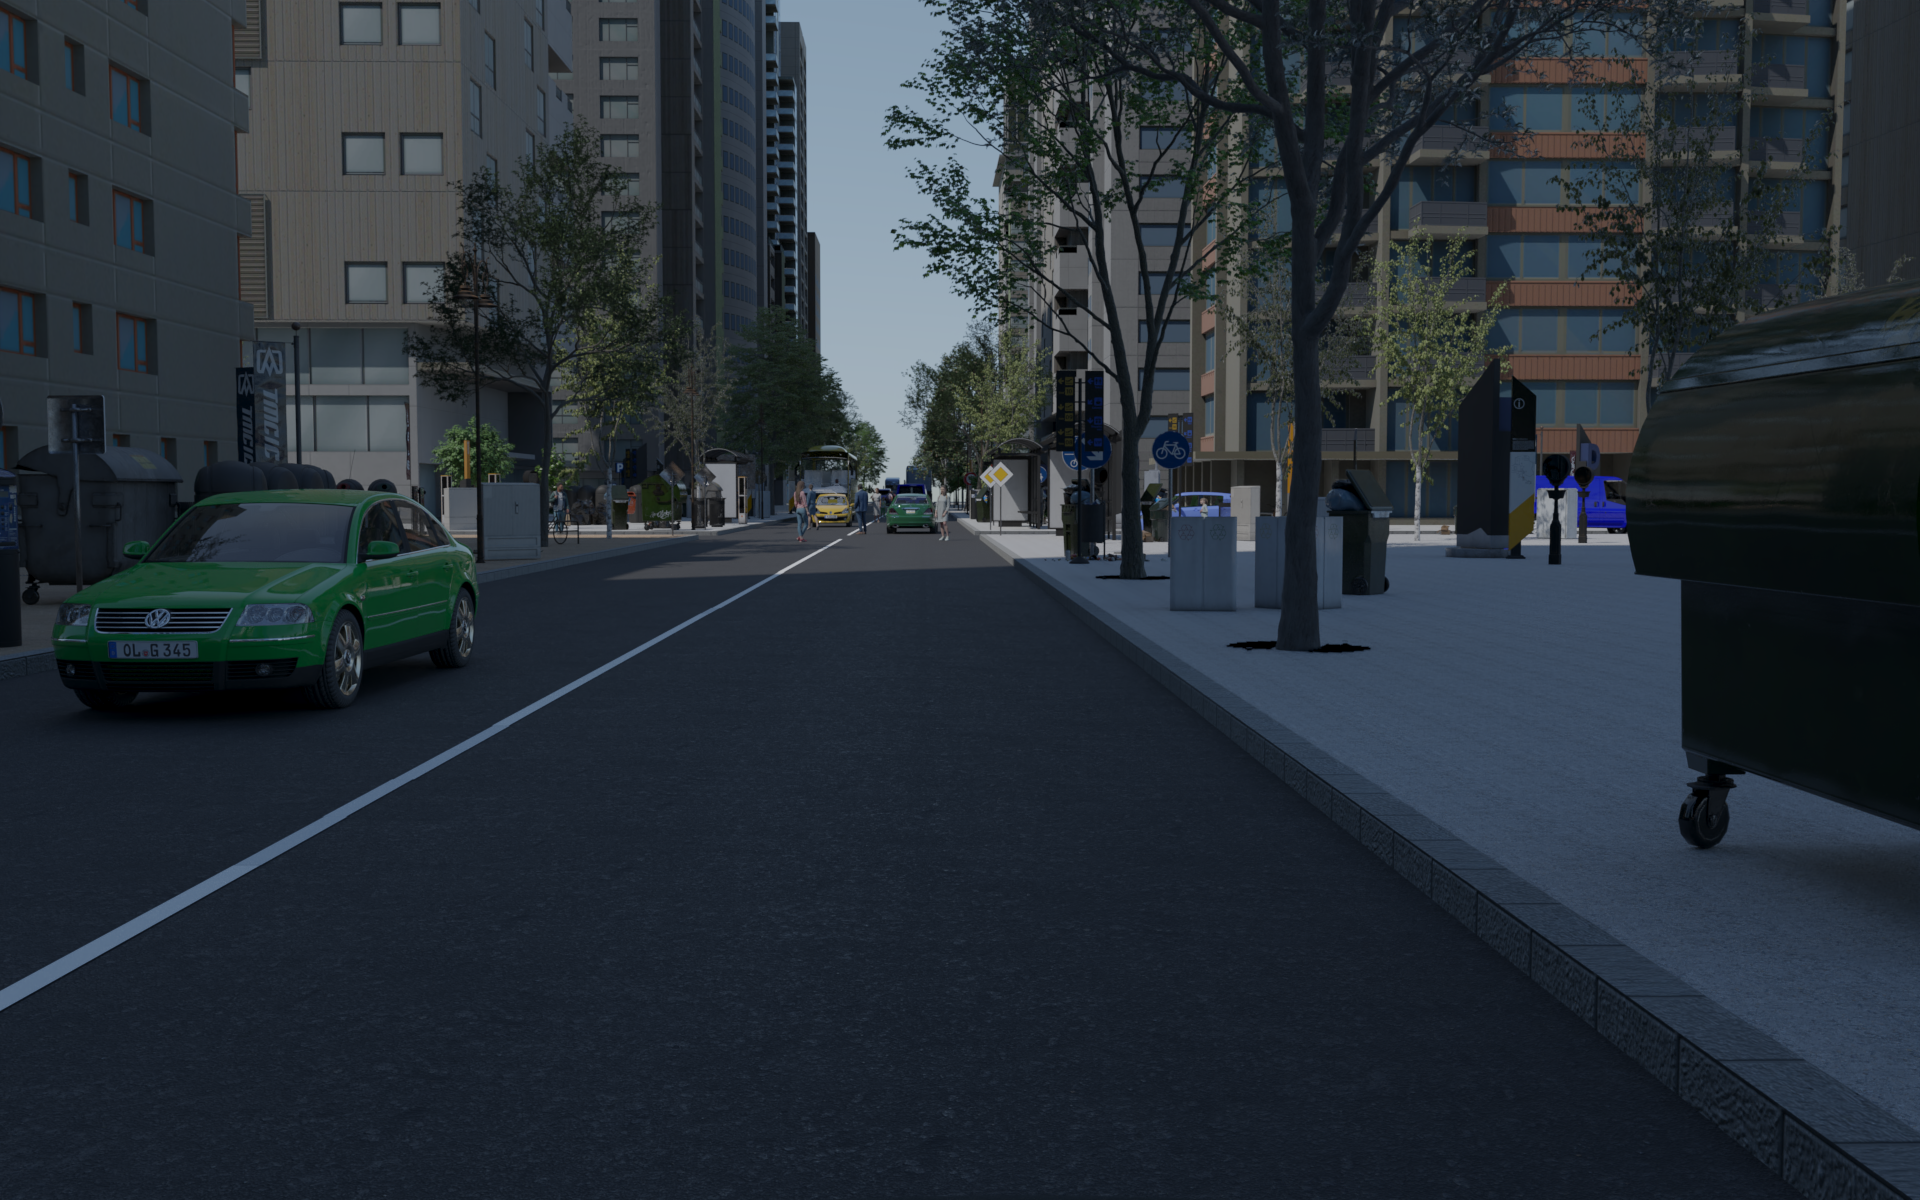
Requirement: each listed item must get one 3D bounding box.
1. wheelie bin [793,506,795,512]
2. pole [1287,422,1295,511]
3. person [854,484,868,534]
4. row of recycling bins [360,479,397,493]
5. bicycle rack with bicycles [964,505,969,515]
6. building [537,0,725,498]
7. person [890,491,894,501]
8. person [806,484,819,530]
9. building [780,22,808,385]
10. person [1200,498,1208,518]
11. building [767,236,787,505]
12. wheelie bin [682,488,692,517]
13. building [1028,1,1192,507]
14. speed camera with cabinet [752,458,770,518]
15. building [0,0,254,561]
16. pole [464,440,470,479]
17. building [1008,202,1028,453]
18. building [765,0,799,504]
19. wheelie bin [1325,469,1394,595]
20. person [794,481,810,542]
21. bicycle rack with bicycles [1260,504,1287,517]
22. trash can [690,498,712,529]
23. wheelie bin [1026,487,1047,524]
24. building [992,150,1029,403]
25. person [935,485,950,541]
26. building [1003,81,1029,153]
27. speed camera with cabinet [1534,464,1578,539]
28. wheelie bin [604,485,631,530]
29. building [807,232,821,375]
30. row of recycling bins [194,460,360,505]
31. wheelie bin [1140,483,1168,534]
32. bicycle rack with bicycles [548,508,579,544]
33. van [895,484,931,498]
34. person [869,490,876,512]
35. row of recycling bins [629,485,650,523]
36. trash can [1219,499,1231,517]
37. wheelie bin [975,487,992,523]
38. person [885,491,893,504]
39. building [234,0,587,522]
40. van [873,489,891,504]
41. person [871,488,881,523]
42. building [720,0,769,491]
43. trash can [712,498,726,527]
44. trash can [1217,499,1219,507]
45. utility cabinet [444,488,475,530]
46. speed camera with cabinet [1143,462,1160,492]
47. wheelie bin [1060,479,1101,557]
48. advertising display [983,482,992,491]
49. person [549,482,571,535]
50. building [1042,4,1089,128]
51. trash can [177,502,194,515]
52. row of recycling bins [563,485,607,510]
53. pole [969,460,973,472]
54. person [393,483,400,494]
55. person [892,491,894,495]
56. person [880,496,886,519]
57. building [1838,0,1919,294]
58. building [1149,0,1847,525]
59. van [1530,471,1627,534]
[{"bbox_3d":[-11.857,-7.275,126.857,0.980,1.594,0.693,-1,4,-12],"label":"wheelie bin"},{"bbox_3d":[9.200,-3.317,48.069,0.158,3.312,0.155,0,3,0],"label":"pole"},{"bbox_3d":[-3.502,-3.240,61.656,0.419,1.800,0.721,3,5,40],"label":"person"},{"bbox_3d":[-17.095,-2.446,47.106,3.534,1.692,1.069,0,4,-5],"label":"row of recycling bins"},{"bbox_3d":[1.718,-5.727,107.025,2.925,0.926,2.852,0,4,-4],"label":"bicycle rack with bicycles"},{"bbox_3d":[-24.486,-26.808,121.897,14.154,41.232,14.086,0,4,-1],"label":"building"},{"bbox_3d":[-7.438,-10.771,185.161,0.990,1.755,0.434,-2,4,-30],"label":"person"},{"bbox_3d":[-5.857,-3.673,68.574,0.581,1.822,0.654,-3,4,-39],"label":"person"},{"bbox_3d":[-31.906,-50.752,268.054,20.563,71.187,20.611,0,4,-1],"label":"building"},{"bbox_3d":[7.942,-2.675,56.510,0.394,1.301,0.425,-2,4,-29],"label":"person"},{"bbox_3d":[-26.922,-25.727,192.337,14.160,30.474,14.107,0,4,-1],"label":"building"},{"bbox_3d":[-14.928,-5.341,95.240,0.980,1.594,0.693,2,4,27],"label":"wheelie bin"},{"bbox_3d":[17.982,-39.637,190.061,21.231,58.520,28.212,0,4,-1],"label":"building"},{"bbox_3d":[-10.854,-6.124,94.458,0.660,3.252,2.038,-1,4,-20],"label":"speed camera with cabinet"},{"bbox_3d":[-31.365,-11.178,27.804,28.899,21.520,27.650,0,4,-1],"label":"building"},{"bbox_3d":[-18.758,-4.412,65.978,0.158,3.312,0.155,0,3,0],"label":"pole"},{"bbox_3d":[13.660,-34.069,240.615,14.154,41.232,14.086,0,4,-1],"label":"building"},{"bbox_3d":[-32.706,-56.781,241.047,22.319,86.520,31.000,0,4,-1],"label":"building"},{"bbox_3d":[5.091,-0.875,22.212,0.693,1.594,0.980,3,5,40],"label":"wheelie bin"},{"bbox_3d":[-4.698,-2.639,51.651,0.555,1.821,0.388,2,4,35],"label":"person"},{"bbox_3d":[11.884,-2.971,61.963,2.852,0.926,2.925,0,4,-4],"label":"bicycle rack with bicycles"},{"bbox_3d":[-9.662,-3.216,64.227,0.748,1.137,0.748,0,3,0],"label":"trash can"},{"bbox_3d":[3.227,-4.046,74.065,0.980,1.594,0.693,0,4,-7],"label":"wheelie bin"},{"bbox_3d":[19.737,-41.104,261.284,28.713,52.752,27.495,0,4,-1],"label":"building"},{"bbox_3d":[-0.512,-2.693,53.527,0.512,1.701,0.522,2,4,26],"label":"person"},{"bbox_3d":[15.521,-51.787,284.961,20.563,71.187,20.611,0,4,-1],"label":"building"},{"bbox_3d":[16.739,-3.396,49.862,0.660,3.252,2.038,-3,4,-38],"label":"speed camera with cabinet"},{"bbox_3d":[-12.287,-3.305,61.948,0.980,1.594,0.693,-2,4,-35],"label":"wheelie bin"},{"bbox_3d":[-30.319,-38.908,286.254,14.600,45.320,14.200,0,4,-1],"label":"building"},{"bbox_3d":[-9.000,-0.955,22.734,1.069,1.692,3.534,0,4,-2],"label":"row of recycling bins"},{"bbox_3d":[5.603,-2.560,49.766,0.693,1.594,0.980,-2,4,-29],"label":"wheelie bin"},{"bbox_3d":[-11.048,-1.859,43.777,2.852,0.926,2.925,1,4,14],"label":"bicycle rack with bicycles"},{"bbox_3d":[-2.924,-6.246,106.502,2.240,2.365,5.245,0,4,0],"label":"van"},{"bbox_3d":[-6.981,-7.956,139.030,0.568,1.767,0.683,0,4,-1],"label":"person"},{"bbox_3d":[-14.399,-4.342,78.096,1.069,1.692,3.534,0,4,-7],"label":"row of recycling bins"},{"bbox_3d":[15.015,-5.157,95.972,0.748,1.137,0.748,0,3,0],"label":"trash can"},{"bbox_3d":[1.115,-4.276,77.817,0.693,1.594,0.980,-2,4,-25],"label":"wheelie bin"},{"bbox_3d":[-6.051,-8.568,149.526,0.756,1.711,0.436,3,5,41],"label":"person"},{"bbox_3d":[-34.710,-30.336,85.238,28.713,52.752,27.495,0,4,-1],"label":"building"},{"bbox_3d":[-8.752,-11.799,197.298,2.240,2.365,5.245,0,4,-1],"label":"van"},{"bbox_3d":[-4.217,-4.763,86.952,0.480,1.755,0.524,1,4,10],"label":"person"},{"bbox_3d":[-30.679,-38.392,169.705,21.231,58.520,28.212,0,4,-1],"label":"building"},{"bbox_3d":[-9.413,-3.392,67.108,0.748,1.137,0.748,0,3,0],"label":"trash can"},{"bbox_3d":[15.516,-5.884,107.850,0.748,1.137,0.748,0,3,0],"label":"trash can"},{"bbox_3d":[-17.463,-3.173,60.563,0.318,1.500,1.173,3,4,37],"label":"utility cabinet"},{"bbox_3d":[7.423,-4.445,67.011,0.660,3.252,2.038,0,4,8],"label":"speed camera with cabinet"},{"bbox_3d":[2.469,-1.692,35.567,0.693,1.594,0.980,-2,4,-26],"label":"wheelie bin"},{"bbox_3d":[1.718,-5.473,94.693,0.974,1.923,0.123,0,4,-8],"label":"advertising display"},{"bbox_3d":[-13.259,-3.002,57.570,0.794,1.824,0.713,-1,4,-15],"label":"person"},{"bbox_3d":[21.901,-35.063,162.513,28.713,52.752,27.495,0,4,-1],"label":"building"},{"bbox_3d":[-14.254,-1.263,32.299,0.748,1.137,0.748,0,3,0],"label":"trash can"},{"bbox_3d":[-17.183,-4.389,78.869,3.534,1.692,1.069,2,4,35],"label":"row of recycling bins"},{"bbox_3d":[0.669,-6.685,103.143,0.158,3.312,0.155,0,3,0],"label":"pole"},{"bbox_3d":[-17.994,-2.835,55.034,0.511,1.800,0.466,-1,4,-16],"label":"person"},{"bbox_3d":[-7.239,-11.006,189.185,0.721,1.736,1.217,0,4,-4],"label":"person"},{"bbox_3d":[-4.512,-5.426,101.464,0.306,1.304,0.590,-1,4,-18],"label":"person"},{"bbox_3d":[59.828,-30.177,82.626,27.495,52.752,28.713,0,4,-1],"label":"building"},{"bbox_3d":[23.707,-26.000,79.717,28.867,44.769,22.147,0,4,-1],"label":"building"},{"bbox_3d":[20.548,-3.265,57.761,5.245,2.365,2.240,0,4,-2],"label":"van"}]
